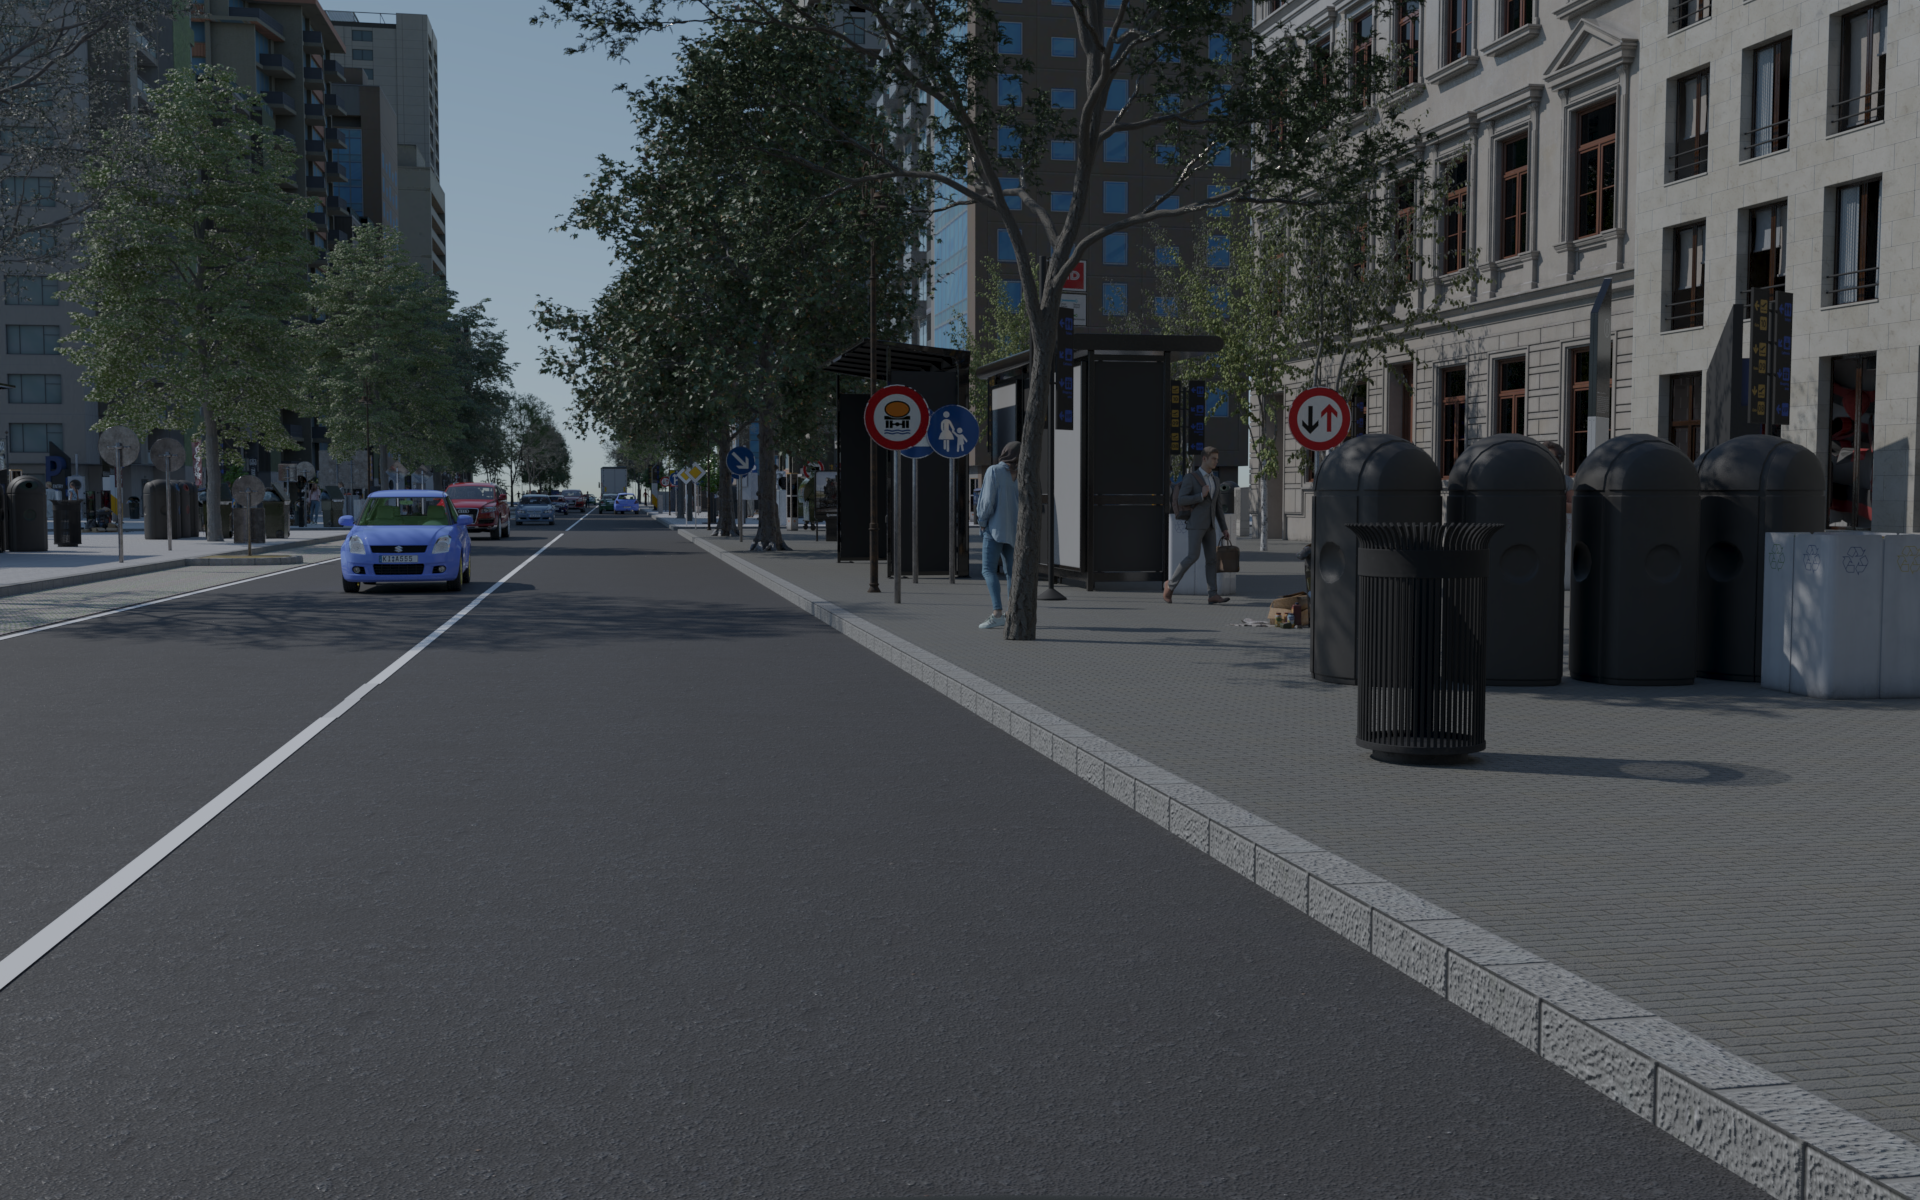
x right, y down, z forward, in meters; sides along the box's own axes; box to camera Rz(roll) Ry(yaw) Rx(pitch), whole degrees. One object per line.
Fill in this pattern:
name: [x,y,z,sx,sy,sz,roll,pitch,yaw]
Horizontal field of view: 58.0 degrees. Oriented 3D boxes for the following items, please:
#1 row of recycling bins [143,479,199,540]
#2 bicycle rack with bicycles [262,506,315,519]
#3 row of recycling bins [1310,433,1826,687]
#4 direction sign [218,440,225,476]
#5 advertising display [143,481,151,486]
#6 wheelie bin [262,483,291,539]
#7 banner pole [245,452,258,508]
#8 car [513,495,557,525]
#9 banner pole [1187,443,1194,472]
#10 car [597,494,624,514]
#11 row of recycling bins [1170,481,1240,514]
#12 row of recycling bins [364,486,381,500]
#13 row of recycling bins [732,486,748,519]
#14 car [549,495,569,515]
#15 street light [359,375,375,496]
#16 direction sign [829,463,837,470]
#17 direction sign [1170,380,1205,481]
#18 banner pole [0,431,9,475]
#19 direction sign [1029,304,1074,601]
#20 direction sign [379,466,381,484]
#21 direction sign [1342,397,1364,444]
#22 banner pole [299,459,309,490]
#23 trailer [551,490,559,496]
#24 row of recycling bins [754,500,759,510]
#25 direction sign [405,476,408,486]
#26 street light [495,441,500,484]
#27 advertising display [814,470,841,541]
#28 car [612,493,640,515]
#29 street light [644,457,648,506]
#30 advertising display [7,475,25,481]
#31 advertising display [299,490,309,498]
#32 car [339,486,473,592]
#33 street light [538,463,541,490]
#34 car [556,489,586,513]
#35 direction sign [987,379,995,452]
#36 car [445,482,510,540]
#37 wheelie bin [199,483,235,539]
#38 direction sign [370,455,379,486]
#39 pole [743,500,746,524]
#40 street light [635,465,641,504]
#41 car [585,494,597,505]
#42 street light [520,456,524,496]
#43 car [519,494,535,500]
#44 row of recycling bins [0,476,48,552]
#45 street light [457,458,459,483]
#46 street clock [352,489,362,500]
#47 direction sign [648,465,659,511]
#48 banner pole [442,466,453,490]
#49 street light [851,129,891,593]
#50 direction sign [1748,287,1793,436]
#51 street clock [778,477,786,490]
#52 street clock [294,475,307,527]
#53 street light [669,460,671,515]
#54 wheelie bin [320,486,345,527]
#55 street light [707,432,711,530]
row of recycling bins: [-22.915,-2.639,50.263,1.069,1.692,3.534,-1,4,-12]
bicycle rack with bicycles: [-33.676,-4.492,86.831,2.925,0.926,2.852,-3,4,-38]
row of recycling bins: [4.211,-0.295,11.942,3.534,1.692,1.069,0,4,-5]
direction sign: [-31.229,-4.958,73.058,0.876,3.537,0.379,3,5,42]
advertising display: [-39.643,-4.856,84.613,0.123,1.923,0.974,0,4,-8]
wheelie bin: [-19.725,-2.569,49.912,0.693,1.594,0.980,0,4,-6]
banner pole: [-42.057,-6.892,102.693,0.863,3.779,0.401,-1,4,-17]
car: [-19.882,-4.227,81.108,2.014,1.417,4.499,-1,4,-12]
banner pole: [9.980,-5.192,74.900,0.401,3.779,0.863,3,4,36]
car: [-25.377,-6.991,126.102,2.131,1.459,4.920,-1,4,-12]
row of recycling bins: [7.701,-2.987,55.953,1.069,1.692,3.534,-3,4,-38]
row of recycling bins: [-30.685,-5.127,90.931,1.069,1.692,3.534,-1,4,-12]
row of recycling bins: [-11.809,-5.138,91.121,1.069,1.692,3.534,0,4,0]
car: [-27.901,-6.531,119.367,1.945,1.354,3.894,-1,4,-12]
street light: [-23.004,-5.782,67.330,0.468,5.910,1.993,-1,4,-11]
direction sign: [-9.262,-8.290,127.538,0.876,3.537,0.379,-3,4,-39]
direction sign: [4.467,-2.601,34.526,0.876,3.537,0.379,-1,4,-18]
banner pole: [-37.805,-4.803,68.547,0.863,3.779,0.401,2,4,32]
direction sign: [1.107,-1.768,20.909,0.379,3.537,0.876,3,4,38]
direction sign: [-46.341,-8.969,138.636,0.379,3.537,0.876,0,4,6]
direction sign: [9.145,-2.957,40.342,0.379,3.537,0.876,3,5,43]
banner pole: [-46.186,-8.065,121.884,0.863,3.779,0.401,0,4,0]
trailer: [-52.560,-13.324,224.894,1.471,1.999,3.904,-1,4,-12]
row of recycling bins: [-15.192,-7.731,133.520,1.069,1.692,3.534,1,4,12]
direction sign: [-40.126,-8.154,125.315,0.876,3.537,0.379,1,4,9]
street light: [-38.155,-10.399,142.810,0.468,5.910,1.993,-1,4,-11]
advertising display: [-3.461,-2.552,46.939,0.974,1.923,0.123,-1,4,-13]
car: [-23.519,-6.875,121.995,1.945,1.707,3.694,-1,4,-12]
street light: [-32.517,-12.630,179.282,0.468,5.910,1.993,-1,4,-11]
advertising display: [-31.750,-3.235,58.099,0.974,1.923,0.123,1,4,15]
advertising display: [-49.648,-7.719,131.420,0.974,1.923,0.123,-3,5,-43]
car: [-8.433,-1.035,26.506,1.945,1.707,3.694,-1,4,-13]
street light: [-54.514,-15.401,224.596,0.468,5.910,1.993,-1,4,-11]
car: [-30.291,-7.730,135.060,2.281,1.827,5.304,-1,4,-10]
direction sign: [0.676,-2.493,32.757,0.379,3.537,0.876,1,4,20]
car: [-15.681,-2.879,55.746,2.281,1.827,5.304,-1,4,-10]
wheelie bin: [-21.453,-2.572,49.954,0.693,1.594,0.980,3,5,45]
direction sign: [-34.448,-6.693,101.429,0.379,3.537,0.876,-2,4,-25]
pole: [-9.396,-4.965,75.023,0.158,3.312,0.155,0,3,0]
street light: [-40.299,-14.995,217.958,0.468,5.910,1.993,-1,4,-11]
car: [-48.520,-13.127,226.421,2.131,1.459,4.920,-1,4,-11]
street light: [-45.895,-12.763,181.455,0.468,5.910,1.993,-1,4,-11]
car: [-37.811,-8.608,152.737,2.014,1.417,4.499,-1,4,-13]
row of recycling bins: [-22.163,-1.913,38.386,3.534,1.692,1.069,-1,4,-14]
street light: [-30.729,-8.146,105.979,0.468,5.910,1.993,-1,4,-11]
street clock: [-46.628,-7.880,133.407,0.358,2.002,0.471,2,4,29]
direction sign: [-23.730,-8.700,134.241,0.876,3.537,0.379,1,4,10]
banner pole: [-35.095,-7.858,118.501,0.863,3.779,0.401,1,4,20]
street light: [-1.120,-3.036,22.427,0.468,5.910,1.993,-1,4,-11]
direction sign: [9.023,-1.672,19.338,0.876,3.537,0.379,-3,4,-38]
street clock: [-7.283,-4.113,71.813,0.471,2.002,0.358,1,4,18]
street clock: [-25.411,-3.804,66.765,0.471,2.002,0.358,-1,4,-22]
street light: [-17.428,-8.016,103.844,0.468,5.910,1.993,-1,4,-11]
wheelie bin: [-24.288,-3.610,66.938,0.693,1.594,0.980,2,4,29]
street light: [-8.894,-5.409,61.227,0.468,5.910,1.993,-1,4,-11]
